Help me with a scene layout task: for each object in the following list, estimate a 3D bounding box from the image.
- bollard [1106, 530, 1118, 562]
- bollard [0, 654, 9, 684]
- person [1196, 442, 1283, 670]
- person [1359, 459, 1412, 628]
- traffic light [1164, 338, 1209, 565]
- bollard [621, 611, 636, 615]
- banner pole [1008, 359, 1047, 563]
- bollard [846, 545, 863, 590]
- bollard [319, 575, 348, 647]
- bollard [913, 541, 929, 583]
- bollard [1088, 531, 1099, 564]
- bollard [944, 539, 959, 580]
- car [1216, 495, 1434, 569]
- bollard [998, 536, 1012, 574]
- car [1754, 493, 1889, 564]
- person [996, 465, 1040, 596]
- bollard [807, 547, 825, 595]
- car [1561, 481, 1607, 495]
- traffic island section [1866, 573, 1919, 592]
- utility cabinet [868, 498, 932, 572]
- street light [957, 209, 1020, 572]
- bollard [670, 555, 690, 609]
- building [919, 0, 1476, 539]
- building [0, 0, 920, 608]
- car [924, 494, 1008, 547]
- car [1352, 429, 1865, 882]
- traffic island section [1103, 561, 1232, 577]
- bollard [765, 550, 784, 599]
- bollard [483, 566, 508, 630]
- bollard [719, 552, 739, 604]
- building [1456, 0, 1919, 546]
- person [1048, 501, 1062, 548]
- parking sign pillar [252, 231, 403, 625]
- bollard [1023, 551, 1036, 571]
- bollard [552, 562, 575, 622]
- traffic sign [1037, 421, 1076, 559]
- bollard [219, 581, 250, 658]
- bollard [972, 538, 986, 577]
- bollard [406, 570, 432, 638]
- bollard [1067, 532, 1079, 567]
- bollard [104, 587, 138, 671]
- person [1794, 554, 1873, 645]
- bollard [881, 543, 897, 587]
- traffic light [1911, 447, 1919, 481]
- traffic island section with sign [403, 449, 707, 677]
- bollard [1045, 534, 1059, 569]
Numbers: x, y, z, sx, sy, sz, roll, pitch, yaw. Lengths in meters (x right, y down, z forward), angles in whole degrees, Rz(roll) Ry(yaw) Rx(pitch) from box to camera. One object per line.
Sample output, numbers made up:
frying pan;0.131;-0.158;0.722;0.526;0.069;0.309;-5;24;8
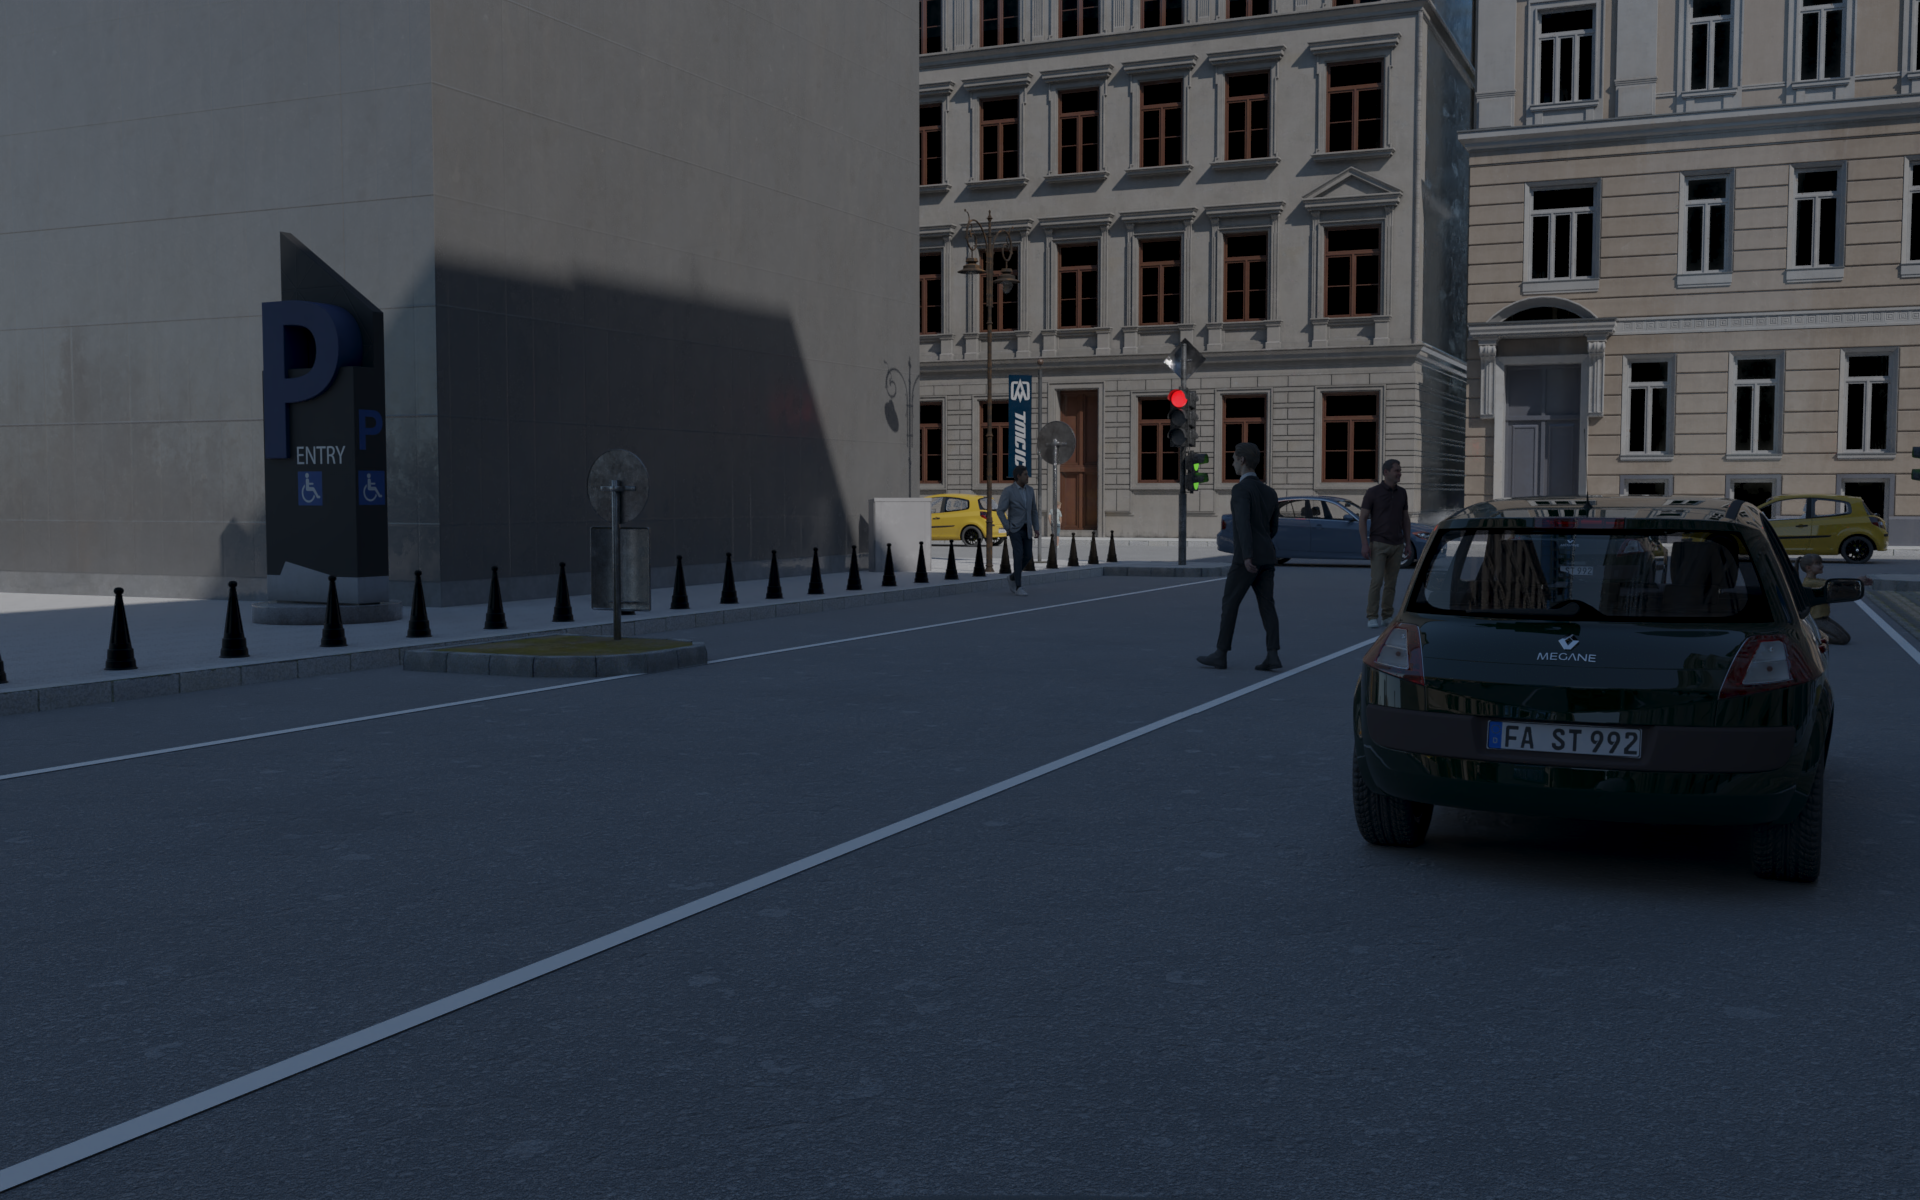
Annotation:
bollard;2.864;-1.014;32.625;0.229;0.601;0.229;0;3;0
bollard;-6.581;0.264;11.726;0.229;0.601;0.229;0;3;0
person;2.301;-0.357;14.108;0.659;1.850;0.755;-3;5;-42
person;4.592;-0.612;18.639;0.598;1.807;0.434;0;4;-7
traffic light;4.032;-2.585;31.187;0.839;4.253;0.868;2;4;24
bollard;-3.562;-0.144;18.401;0.229;0.601;0.229;0;3;0
banner pole;1.265;-2.572;32.073;0.863;3.779;0.401;-1;4;-19
bollard;-1.414;-0.435;23.148;0.229;0.601;0.229;0;3;0
bollard;-5.281;0.089;14.589;0.229;0.601;0.229;0;3;0
bollard;-0.559;-0.551;25.043;0.229;0.601;0.229;0;3;0
bollard;2.440;-0.956;31.677;0.229;0.601;0.229;0;3;0
bollard;-0.128;-0.609;25.995;0.229;0.601;0.229;0;3;0
car;7.400;-1.379;34.553;4.499;1.417;2.014;2;4;26
bollard;0.730;-0.725;27.891;0.229;0.601;0.229;0;3;0
car;17.467;-1.623;36.753;3.980;1.641;2.015;2;4;25
person;0.799;-0.994;24.596;0.661;1.843;0.795;-2;4;-31
bollard;-1.847;-0.376;22.191;0.229;0.601;0.229;0;3;0
car;7.818;-0.722;21.588;2.009;1.686;4.222;2;4;25
traffic island section;14.974;-0.251;26.390;2.009;0.180;2.903;2;4;24
utility cabinet;-0.995;-1.072;28.688;1.020;1.237;0.306;-2;4;-23
street light;0.483;-3.398;28.346;0.468;5.910;1.993;2;4;24
bollard;-3.131;-0.202;19.346;0.229;0.601;0.229;0;3;0
building;5.501;-13.398;55.217;21.152;22.565;11.583;2;4;24
building;-16.556;-12.982;31.329;30.058;24.678;14.314;2;4;24
car;-0.613;-2.314;48.062;3.980;1.641;2.015;2;4;25
car;3.044;0.111;7.978;2.009;1.686;4.222;2;4;26
traffic island section;4.000;-0.554;31.337;2.009;0.180;2.903;2;4;24
bollard;-2.278;-0.318;21.239;0.229;0.601;0.229;0;3;0
bollard;-4.425;-0.027;16.488;0.229;0.601;0.229;0;3;0
bollard;-2.707;-0.260;20.293;0.229;0.601;0.229;0;3;0
building;24.989;-16.017;47.777;20.117;28.700;13.634;2;4;24
person;2.520;-2.003;45.932;0.332;1.250;0.352;2;4;32
parking sign pillar;-6.430;-1.776;17.512;1.447;3.967;1.447;2;4;28
bollard;1.155;-0.783;28.839;0.229;0.601;0.229;0;3;0
bollard;-3.999;-0.085;17.434;0.229;0.601;0.229;0;3;0
traffic sign;1.651;-1.836;30.128;0.768;2.556;0.104;2;4;32
bollard;-5.714;0.148;13.623;0.229;0.601;0.229;0;3;0
bollard;0.299;-0.667;26.941;0.229;0.601;0.229;0;3;0
bollard;-4.856;0.031;15.536;0.229;0.601;0.229;0;3;0
bollard;2.011;-0.899;30.732;0.229;0.601;0.229;0;3;0
bollard;-6.150;0.206;12.677;0.229;0.601;0.229;0;3;0
person;8.337;-0.008;16.553;0.695;0.859;0.347;3;5;44
bollard;-0.986;-0.493;24.097;0.229;0.601;0.229;0;3;0
traffic light;14.942;-2.286;26.292;0.839;4.253;0.868;2;4;24
traffic island section with sign;-3.219;-0.361;14.523;1.989;1.847;2.006;2;4;24
bollard;1.583;-0.841;29.784;0.229;0.601;0.229;0;3;0
